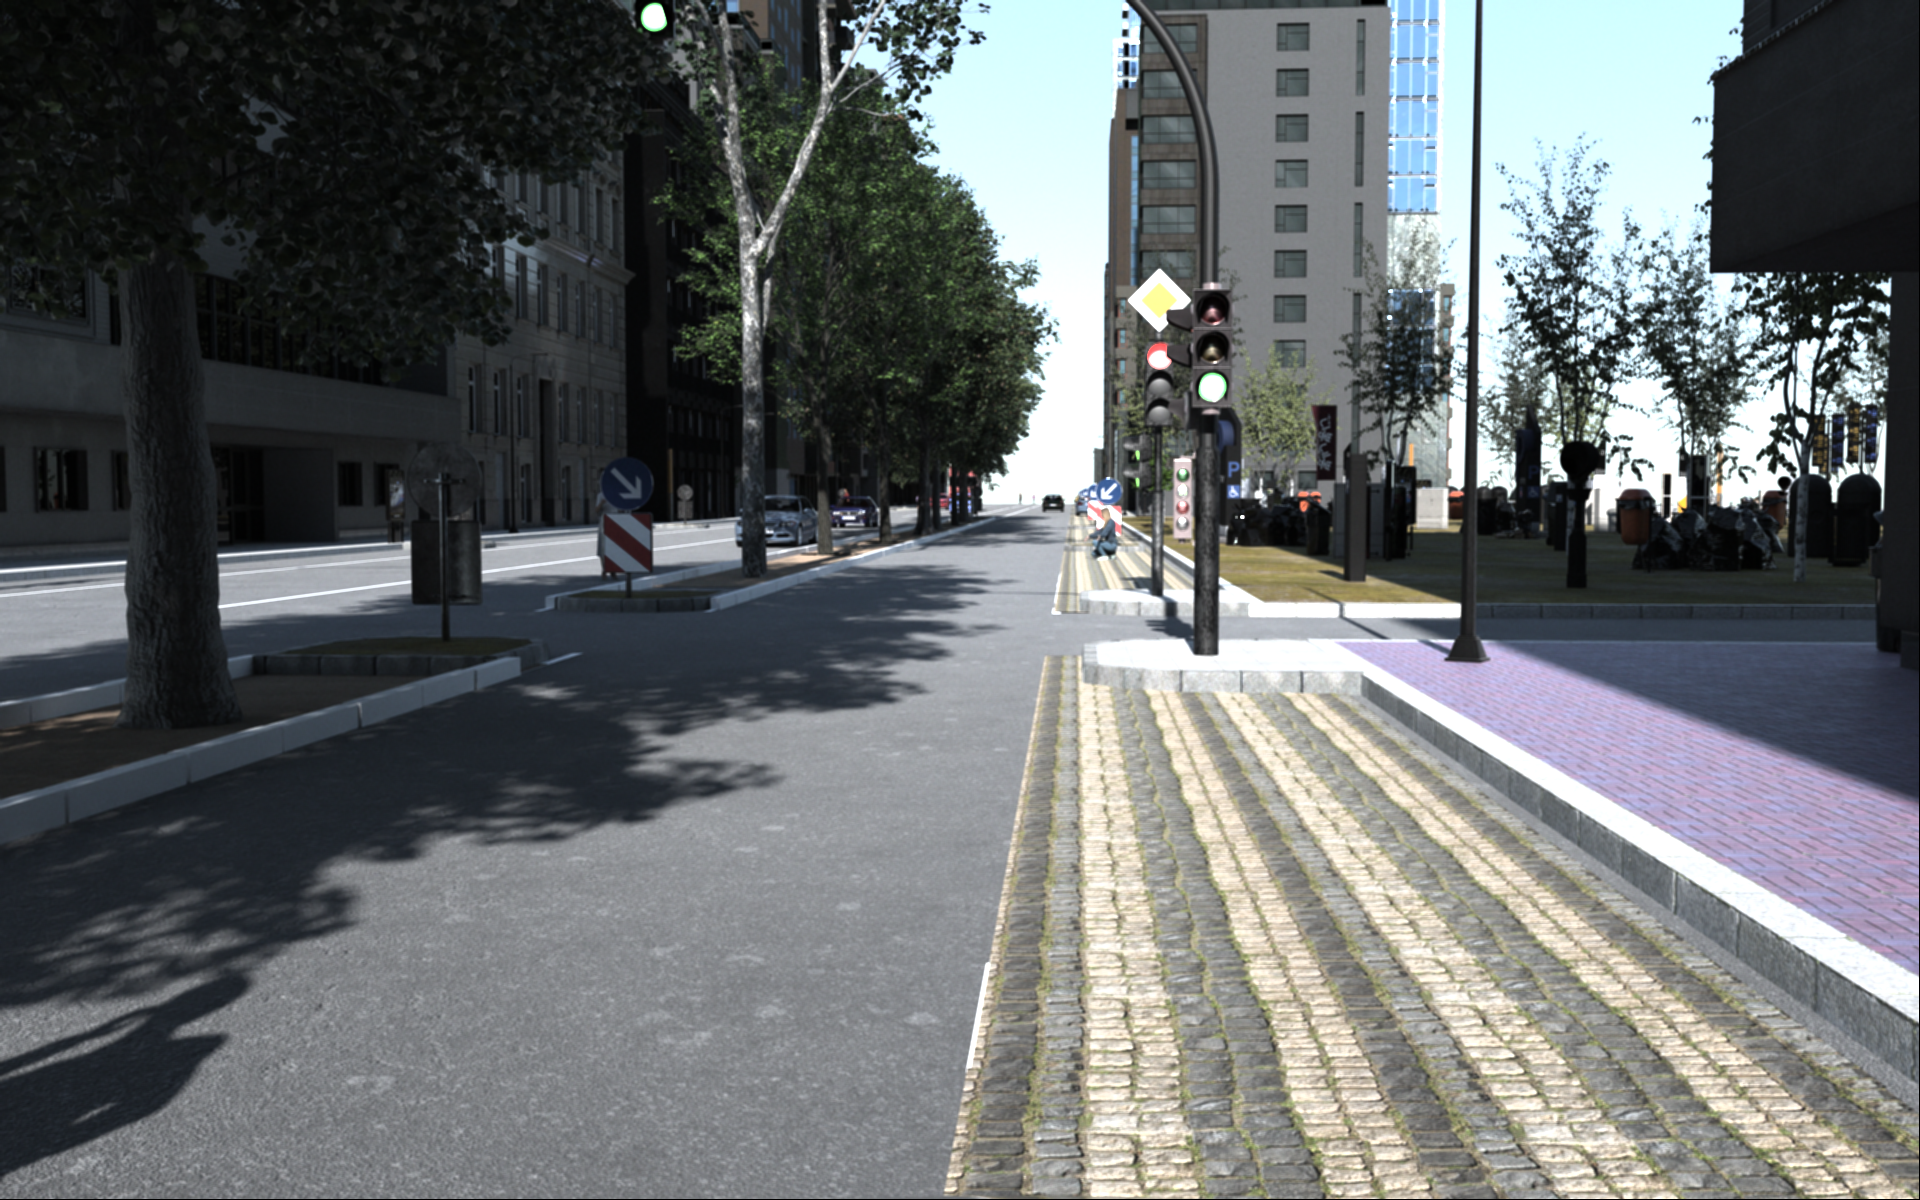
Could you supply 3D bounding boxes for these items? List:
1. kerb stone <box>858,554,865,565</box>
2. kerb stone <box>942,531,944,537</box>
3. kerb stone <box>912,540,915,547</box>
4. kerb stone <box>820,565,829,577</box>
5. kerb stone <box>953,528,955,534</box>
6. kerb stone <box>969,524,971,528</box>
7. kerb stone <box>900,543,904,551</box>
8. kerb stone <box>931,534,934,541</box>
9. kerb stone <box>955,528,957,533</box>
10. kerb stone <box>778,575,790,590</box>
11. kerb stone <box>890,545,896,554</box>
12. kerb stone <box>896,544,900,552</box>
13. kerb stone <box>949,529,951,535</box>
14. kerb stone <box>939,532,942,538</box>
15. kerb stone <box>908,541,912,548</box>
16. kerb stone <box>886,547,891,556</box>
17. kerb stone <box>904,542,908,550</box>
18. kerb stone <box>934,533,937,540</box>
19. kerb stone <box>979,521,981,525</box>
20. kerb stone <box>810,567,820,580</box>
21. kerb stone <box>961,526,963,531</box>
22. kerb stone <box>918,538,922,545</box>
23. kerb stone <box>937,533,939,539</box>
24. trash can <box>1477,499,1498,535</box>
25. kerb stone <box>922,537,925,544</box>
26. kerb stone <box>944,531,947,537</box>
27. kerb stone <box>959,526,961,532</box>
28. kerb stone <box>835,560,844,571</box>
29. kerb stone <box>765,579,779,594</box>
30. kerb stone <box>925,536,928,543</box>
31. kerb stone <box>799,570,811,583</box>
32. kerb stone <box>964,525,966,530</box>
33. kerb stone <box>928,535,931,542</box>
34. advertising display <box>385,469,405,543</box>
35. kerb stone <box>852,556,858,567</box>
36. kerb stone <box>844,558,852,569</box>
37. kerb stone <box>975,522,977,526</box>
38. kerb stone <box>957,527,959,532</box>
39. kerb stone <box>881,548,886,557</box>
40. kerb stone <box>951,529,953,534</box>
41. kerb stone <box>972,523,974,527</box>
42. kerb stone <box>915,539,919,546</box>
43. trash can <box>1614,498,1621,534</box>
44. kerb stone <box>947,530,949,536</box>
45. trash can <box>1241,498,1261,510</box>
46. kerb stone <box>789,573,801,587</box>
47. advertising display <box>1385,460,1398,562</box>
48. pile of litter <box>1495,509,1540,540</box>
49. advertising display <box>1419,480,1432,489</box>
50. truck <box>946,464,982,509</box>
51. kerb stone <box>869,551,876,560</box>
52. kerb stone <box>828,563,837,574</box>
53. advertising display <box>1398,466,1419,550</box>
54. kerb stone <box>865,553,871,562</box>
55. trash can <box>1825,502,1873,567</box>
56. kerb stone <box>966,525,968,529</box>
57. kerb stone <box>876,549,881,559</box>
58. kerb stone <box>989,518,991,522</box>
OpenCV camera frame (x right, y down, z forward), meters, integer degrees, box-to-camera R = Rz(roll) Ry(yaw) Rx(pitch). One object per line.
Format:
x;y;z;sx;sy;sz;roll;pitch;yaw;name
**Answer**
-2.114;-0.793;35.219;0.120;0.150;1.000;0;4;4;kerb stone
-0.699;-2.107;56.666;0.120;0.150;1.000;0;4;4;kerb stone
-1.378;-1.479;46.460;0.120;0.150;1.000;0;4;4;kerb stone
-2.452;-0.483;30.098;0.120;0.150;1.000;0;4;4;kerb stone
-0.351;-2.421;61.781;0.120;0.150;1.000;0;4;4;kerb stone
0.249;-2.985;71.003;0.120;0.150;1.000;0;4;4;kerb stone
-1.579;-1.296;43.387;0.120;0.150;1.000;0;4;4;kerb stone
-0.968;-1.858;52.578;0.120;0.150;1.000;0;4;4;kerb stone
-0.285;-2.483;62.801;0.120;0.150;1.000;0;4;4;kerb stone
-2.726;-0.233;26.005;0.120;0.150;1.000;0;4;4;kerb stone
-1.707;-1.171;41.343;0.120;0.150;1.000;0;4;4;kerb stone
-1.644;-1.234;42.363;0.120;0.150;1.000;0;4;4;kerb stone
-0.497;-2.296;59.740;0.120;0.150;1.000;0;4;4;kerb stone
-0.753;-2.046;55.644;0.120;0.150;1.000;0;4;4;kerb stone
-1.436;-1.417;45.434;0.120;0.150;1.000;0;4;4;kerb stone
-1.778;-1.107;40.320;0.120;0.150;1.000;0;4;4;kerb stone
-1.510;-1.359;44.407;0.120;0.150;1.000;0;4;4;kerb stone
-0.899;-1.921;53.597;0.120;0.150;1.000;0;4;4;kerb stone
0.726;-3.422;78.152;0.120;0.150;1.000;0;4;4;kerb stone
-2.525;-0.419;29.078;0.120;0.150;1.000;0;4;4;kerb stone
-0.086;-2.671;65.867;0.120;0.150;1.000;0;4;4;kerb stone
-1.232;-1.609;48.499;0.120;0.150;1.000;0;4;4;kerb stone
-0.832;-1.980;54.625;0.120;0.150;1.000;0;4;4;kerb stone
16.469;-2.603;54.214;0.748;1.137;0.748;0;3;0;trash can
-1.170;-1.671;49.519;0.120;0.150;1.000;0;4;4;kerb stone
-0.622;-2.171;57.692;0.120;0.150;1.000;0;4;4;kerb stone
-0.156;-2.608;64.844;0.120;0.150;1.000;0;4;4;kerb stone
-2.324;-0.606;32.149;0.120;0.150;1.000;0;4;4;kerb stone
-2.794;-0.171;24.985;0.120;0.150;1.000;0;4;4;kerb stone
-1.102;-1.733;50.538;0.120;0.150;1.000;0;4;4;kerb stone
-2.588;-0.358;28.050;0.120;0.150;1.000;0;4;4;kerb stone
0.049;-2.796;67.918;0.120;0.150;1.000;0;4;4;kerb stone
-1.039;-1.796;51.558;0.120;0.150;1.000;0;4;4;kerb stone
-14.813;-2.460;45.433;0.123;1.923;0.974;0;4;5;advertising display
-2.182;-0.734;34.199;0.120;0.150;1.000;0;4;4;kerb stone
-2.245;-0.671;33.169;0.120;0.150;1.000;0;4;4;kerb stone
0.522;-3.235;75.085;0.120;0.150;1.000;0;4;4;kerb stone
-0.221;-2.546;63.821;0.120;0.150;1.000;0;4;4;kerb stone
-1.851;-1.046;39.301;0.120;0.150;1.000;0;4;4;kerb stone
-0.428;-2.356;60.762;0.120;0.150;1.000;0;4;4;kerb stone
0.388;-3.107;73.046;0.120;0.150;1.000;0;4;4;kerb stone
-1.304;-1.541;47.479;0.120;0.150;1.000;0;4;4;kerb stone
21.629;-2.727;56.242;0.748;1.137;0.748;0;3;0;trash can
-0.553;-2.222;58.720;0.120;0.150;1.000;0;4;4;kerb stone
9.350;-2.701;55.807;0.748;1.137;0.748;0;3;0;trash can
-2.660;-0.296;27.030;0.120;0.150;1.000;0;4;4;kerb stone
8.270;-1.718;33.311;0.123;1.923;0.974;1;4;17;advertising display
15.964;-2.182;49.633;1.176;0.858;1.719;0;4;6;pile of litter
21.224;-4.534;79.350;0.123;1.923;0.974;-2;4;-26;advertising display
0.459;-9.608;146.000;2.839;4.237;11.283;0;4;3;truck
-1.980;-0.921;37.258;0.120;0.150;1.000;0;4;4;kerb stone
-2.385;-0.543;31.118;0.120;0.150;1.000;0;4;4;kerb stone
10.239;-2.139;40.186;0.123;1.923;0.974;-1;4;-20;advertising display
-2.043;-0.859;36.238;0.120;0.150;1.000;0;4;4;kerb stone
15.690;-1.159;30.610;0.748;1.137;0.748;0;3;0;trash can
0.109;-2.859;68.943;0.120;0.150;1.000;0;4;4;kerb stone
-1.913;-0.984;38.281;0.120;0.150;1.000;0;4;4;kerb stone
1.332;-3.985;87.355;0.120;0.150;1.000;0;4;4;kerb stone
